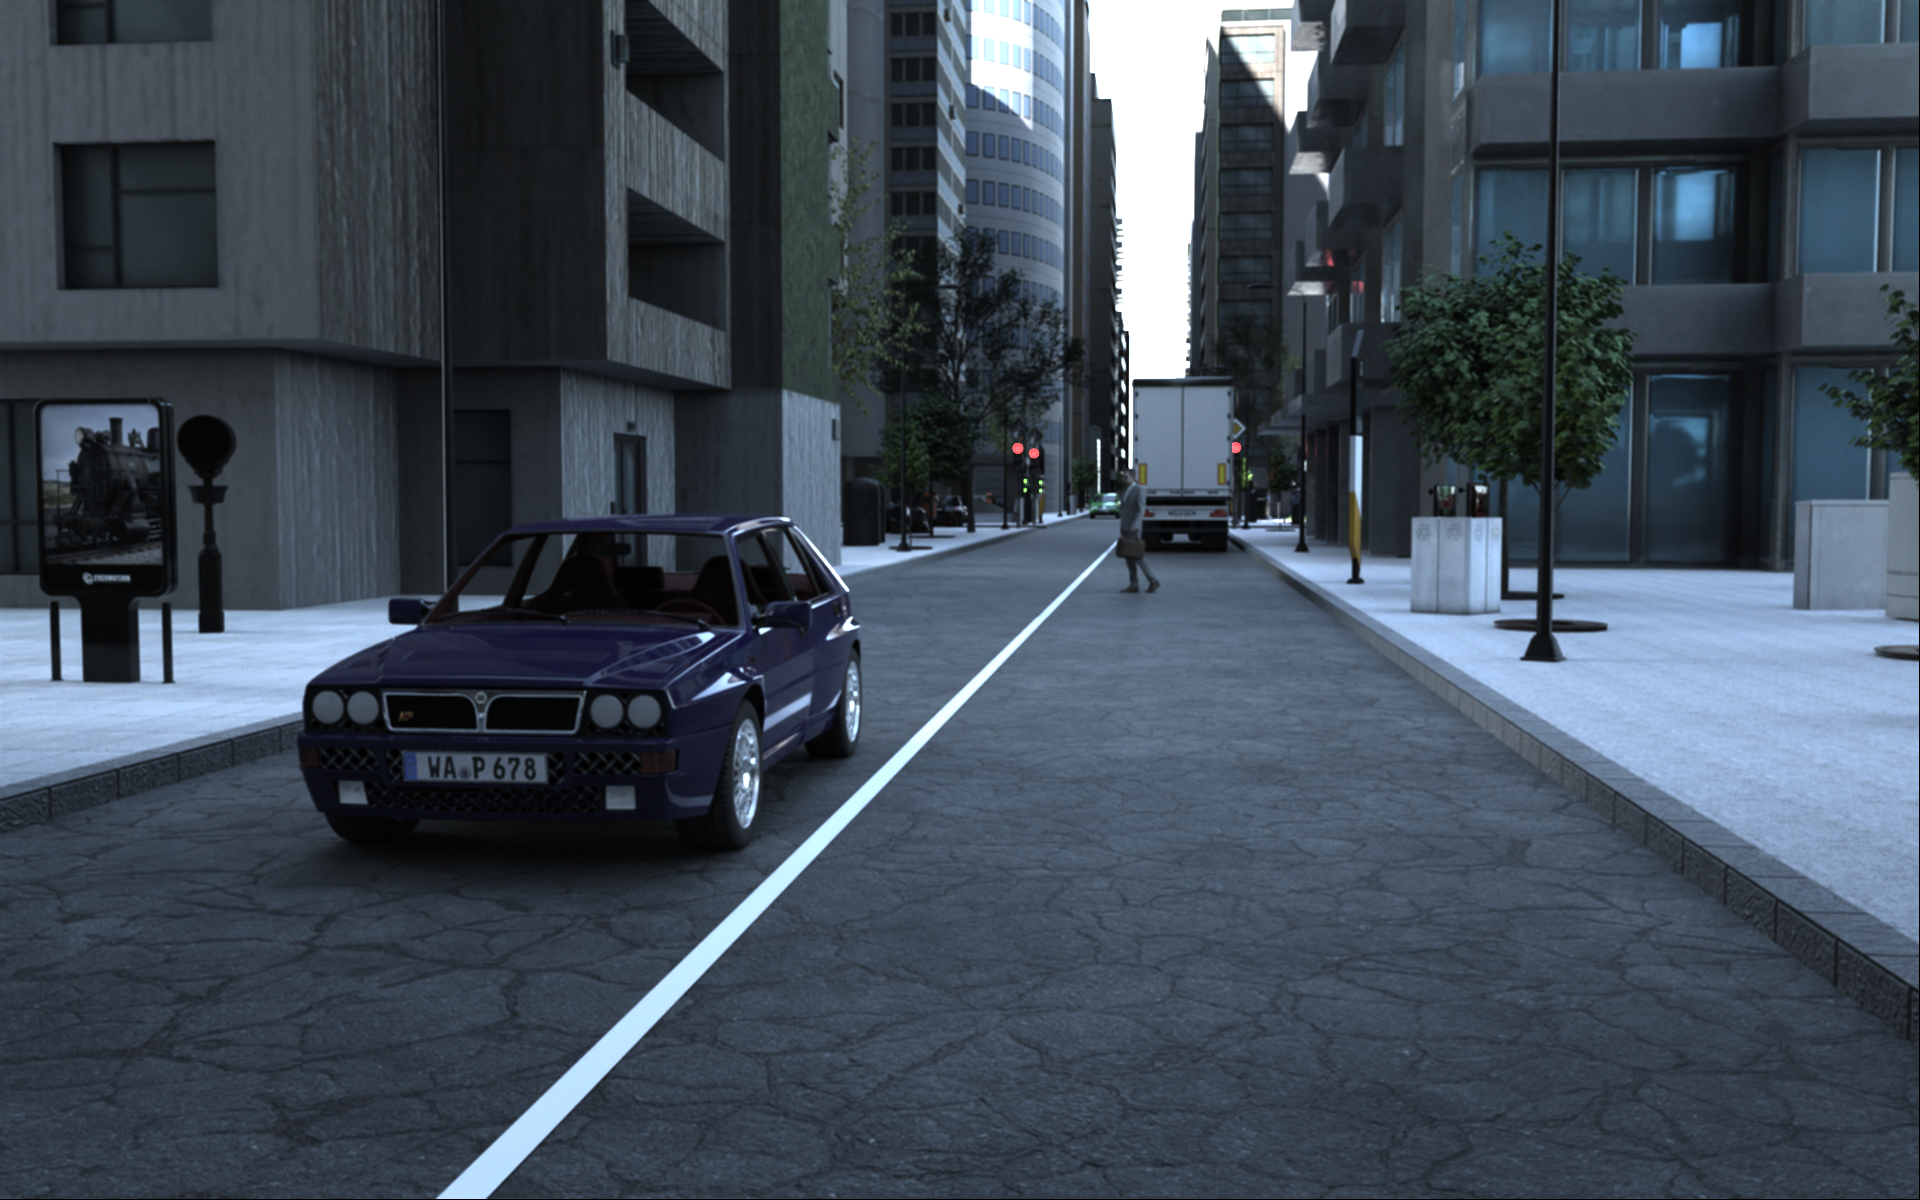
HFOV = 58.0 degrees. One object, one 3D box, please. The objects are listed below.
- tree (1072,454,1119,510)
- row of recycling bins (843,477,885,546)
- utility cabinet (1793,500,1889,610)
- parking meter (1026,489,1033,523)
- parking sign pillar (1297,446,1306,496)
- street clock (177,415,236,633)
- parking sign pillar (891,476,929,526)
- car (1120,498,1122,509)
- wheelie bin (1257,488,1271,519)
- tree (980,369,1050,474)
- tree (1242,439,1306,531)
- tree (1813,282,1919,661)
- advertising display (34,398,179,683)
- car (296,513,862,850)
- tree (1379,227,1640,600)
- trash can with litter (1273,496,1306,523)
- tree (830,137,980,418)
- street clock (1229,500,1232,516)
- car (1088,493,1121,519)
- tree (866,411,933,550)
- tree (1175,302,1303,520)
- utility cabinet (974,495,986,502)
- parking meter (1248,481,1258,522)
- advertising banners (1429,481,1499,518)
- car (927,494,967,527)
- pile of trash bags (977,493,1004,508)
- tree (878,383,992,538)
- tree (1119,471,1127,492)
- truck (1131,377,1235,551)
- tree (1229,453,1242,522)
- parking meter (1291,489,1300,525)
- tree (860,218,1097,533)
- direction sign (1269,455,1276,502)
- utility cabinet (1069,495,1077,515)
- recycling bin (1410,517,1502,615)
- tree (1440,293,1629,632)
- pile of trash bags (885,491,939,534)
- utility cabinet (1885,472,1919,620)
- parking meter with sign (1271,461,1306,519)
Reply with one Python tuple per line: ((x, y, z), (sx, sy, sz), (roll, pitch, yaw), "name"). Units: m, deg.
((9.927, -9.668, 141.778), (4.285, 4.588, 4.351), (0, 3, 0), "tree")
((-2.476, -2.282, 44.423), (1.069, 1.692, 3.534), (0, 4, 1), "row of recycling bins")
((9.843, -0.498, 19.302), (1.020, 1.237, 0.306), (0, 4, -8), "utility cabinet")
((3.070, -4.236, 77.664), (0.372, 1.533, 0.369), (0, 3, 0), "parking meter")
((19.332, -6.573, 95.934), (1.447, 3.967, 1.447), (1, 4, 16), "parking sign pillar")
((-6.943, -0.700, 16.010), (0.471, 2.002, 0.358), (-1, 4, -12), "street clock")
((-1.877, -4.618, 63.973), (1.447, 3.967, 1.447), (1, 4, 9), "parking sign pillar")
((16.041, -9.228, 162.873), (2.014, 1.417, 4.499), (1, 4, 9), "car")
((15.277, -4.869, 87.520), (0.980, 1.594, 0.693), (2, 4, 33), "wheelie bin")
((2.816, -9.115, 99.389), (4.737, 8.622, 4.395), (0, 3, 0), "tree")
((11.125, -4.016, 60.270), (1.663, 3.219, 1.824), (0, 3, 0), "tree")
((7.786, -1.148, 13.376), (1.663, 3.219, 1.824), (0, 3, 0), "tree")
((-5.800, -0.402, 11.783), (0.974, 1.923, 0.123), (1, 4, 10), "advertising display")
((-1.568, 0.264, 8.272), (1.945, 1.354, 3.894), (0, 4, 6), "car")
((6.864, -2.317, 21.591), (4.285, 4.588, 4.351), (0, 3, 0), "tree")
((14.981, -3.996, 76.390), (2.233, 1.210, 1.678), (2, 4, 28), "trash can with litter")
((-2.832, -5.152, 34.591), (4.737, 8.622, 4.395), (0, 3, 0), "tree")
((15.565, -5.838, 100.022), (0.471, 2.002, 0.358), (2, 4, 35), "street clock")
((8.579, -5.713, 102.209), (1.959, 1.807, 4.718), (0, 4, 6), "car")
((-1.108, -2.803, 40.437), (1.663, 3.219, 1.824), (0, 3, 0), "tree")
((13.758, -9.226, 85.261), (8.767, 10.594, 7.601), (0, 4, 7), "tree")
((1.164, -5.918, 107.925), (1.020, 1.237, 0.306), (-1, 4, -11), "utility cabinet")
((13.228, -4.436, 78.237), (0.399, 1.863, 0.255), (0, 4, -4), "parking meter")
((7.435, -1.756, 24.900), (2.074, 3.025, 0.090), (-3, 4, -37), "advertising banners")
((-1.649, -3.583, 68.368), (4.222, 1.686, 2.009), (0, 4, 7), "car")
((1.765, -5.816, 104.850), (1.912, 1.369, 3.447), (0, 4, -1), "pile of trash bags")
((-0.762, -4.132, 51.267), (4.285, 4.588, 4.351), (0, 3, 0), "tree")
((19.671, -14.411, 219.341), (4.285, 4.588, 4.351), (0, 3, 0), "tree")
((6.015, -3.562, 47.160), (2.839, 4.237, 11.283), (0, 4, 7), "truck")
((13.027, -5.222, 79.983), (1.663, 3.219, 1.824), (0, 3, 0), "tree")
((13.904, -3.872, 71.712), (0.372, 1.533, 0.369), (0, 3, 0), "parking meter")
((0.462, -7.546, 57.788), (8.767, 10.594, 7.601), (1, 4, 10), "tree")
((18.268, -6.622, 100.263), (0.876, 3.537, 0.379), (-1, 4, -12), "direction sign")
((6.995, -5.878, 107.270), (0.306, 1.237, 1.020), (1, 4, 15), "utility cabinet")
((5.377, -0.380, 18.770), (0.722, 1.027, 0.722), (-3, 5, -44), "recycling bin")
((5.709, -1.345, 16.589), (1.663, 3.219, 1.824), (0, 3, 0), "tree")
((-1.771, -2.877, 56.787), (1.912, 1.369, 3.447), (2, 4, 32), "pile of trash bags")
((9.768, -0.525, 17.270), (0.318, 1.500, 1.173), (0, 4, -6), "utility cabinet")
((17.225, -5.792, 90.961), (1.738, 3.016, 0.543), (2, 4, 32), "parking meter with sign")
